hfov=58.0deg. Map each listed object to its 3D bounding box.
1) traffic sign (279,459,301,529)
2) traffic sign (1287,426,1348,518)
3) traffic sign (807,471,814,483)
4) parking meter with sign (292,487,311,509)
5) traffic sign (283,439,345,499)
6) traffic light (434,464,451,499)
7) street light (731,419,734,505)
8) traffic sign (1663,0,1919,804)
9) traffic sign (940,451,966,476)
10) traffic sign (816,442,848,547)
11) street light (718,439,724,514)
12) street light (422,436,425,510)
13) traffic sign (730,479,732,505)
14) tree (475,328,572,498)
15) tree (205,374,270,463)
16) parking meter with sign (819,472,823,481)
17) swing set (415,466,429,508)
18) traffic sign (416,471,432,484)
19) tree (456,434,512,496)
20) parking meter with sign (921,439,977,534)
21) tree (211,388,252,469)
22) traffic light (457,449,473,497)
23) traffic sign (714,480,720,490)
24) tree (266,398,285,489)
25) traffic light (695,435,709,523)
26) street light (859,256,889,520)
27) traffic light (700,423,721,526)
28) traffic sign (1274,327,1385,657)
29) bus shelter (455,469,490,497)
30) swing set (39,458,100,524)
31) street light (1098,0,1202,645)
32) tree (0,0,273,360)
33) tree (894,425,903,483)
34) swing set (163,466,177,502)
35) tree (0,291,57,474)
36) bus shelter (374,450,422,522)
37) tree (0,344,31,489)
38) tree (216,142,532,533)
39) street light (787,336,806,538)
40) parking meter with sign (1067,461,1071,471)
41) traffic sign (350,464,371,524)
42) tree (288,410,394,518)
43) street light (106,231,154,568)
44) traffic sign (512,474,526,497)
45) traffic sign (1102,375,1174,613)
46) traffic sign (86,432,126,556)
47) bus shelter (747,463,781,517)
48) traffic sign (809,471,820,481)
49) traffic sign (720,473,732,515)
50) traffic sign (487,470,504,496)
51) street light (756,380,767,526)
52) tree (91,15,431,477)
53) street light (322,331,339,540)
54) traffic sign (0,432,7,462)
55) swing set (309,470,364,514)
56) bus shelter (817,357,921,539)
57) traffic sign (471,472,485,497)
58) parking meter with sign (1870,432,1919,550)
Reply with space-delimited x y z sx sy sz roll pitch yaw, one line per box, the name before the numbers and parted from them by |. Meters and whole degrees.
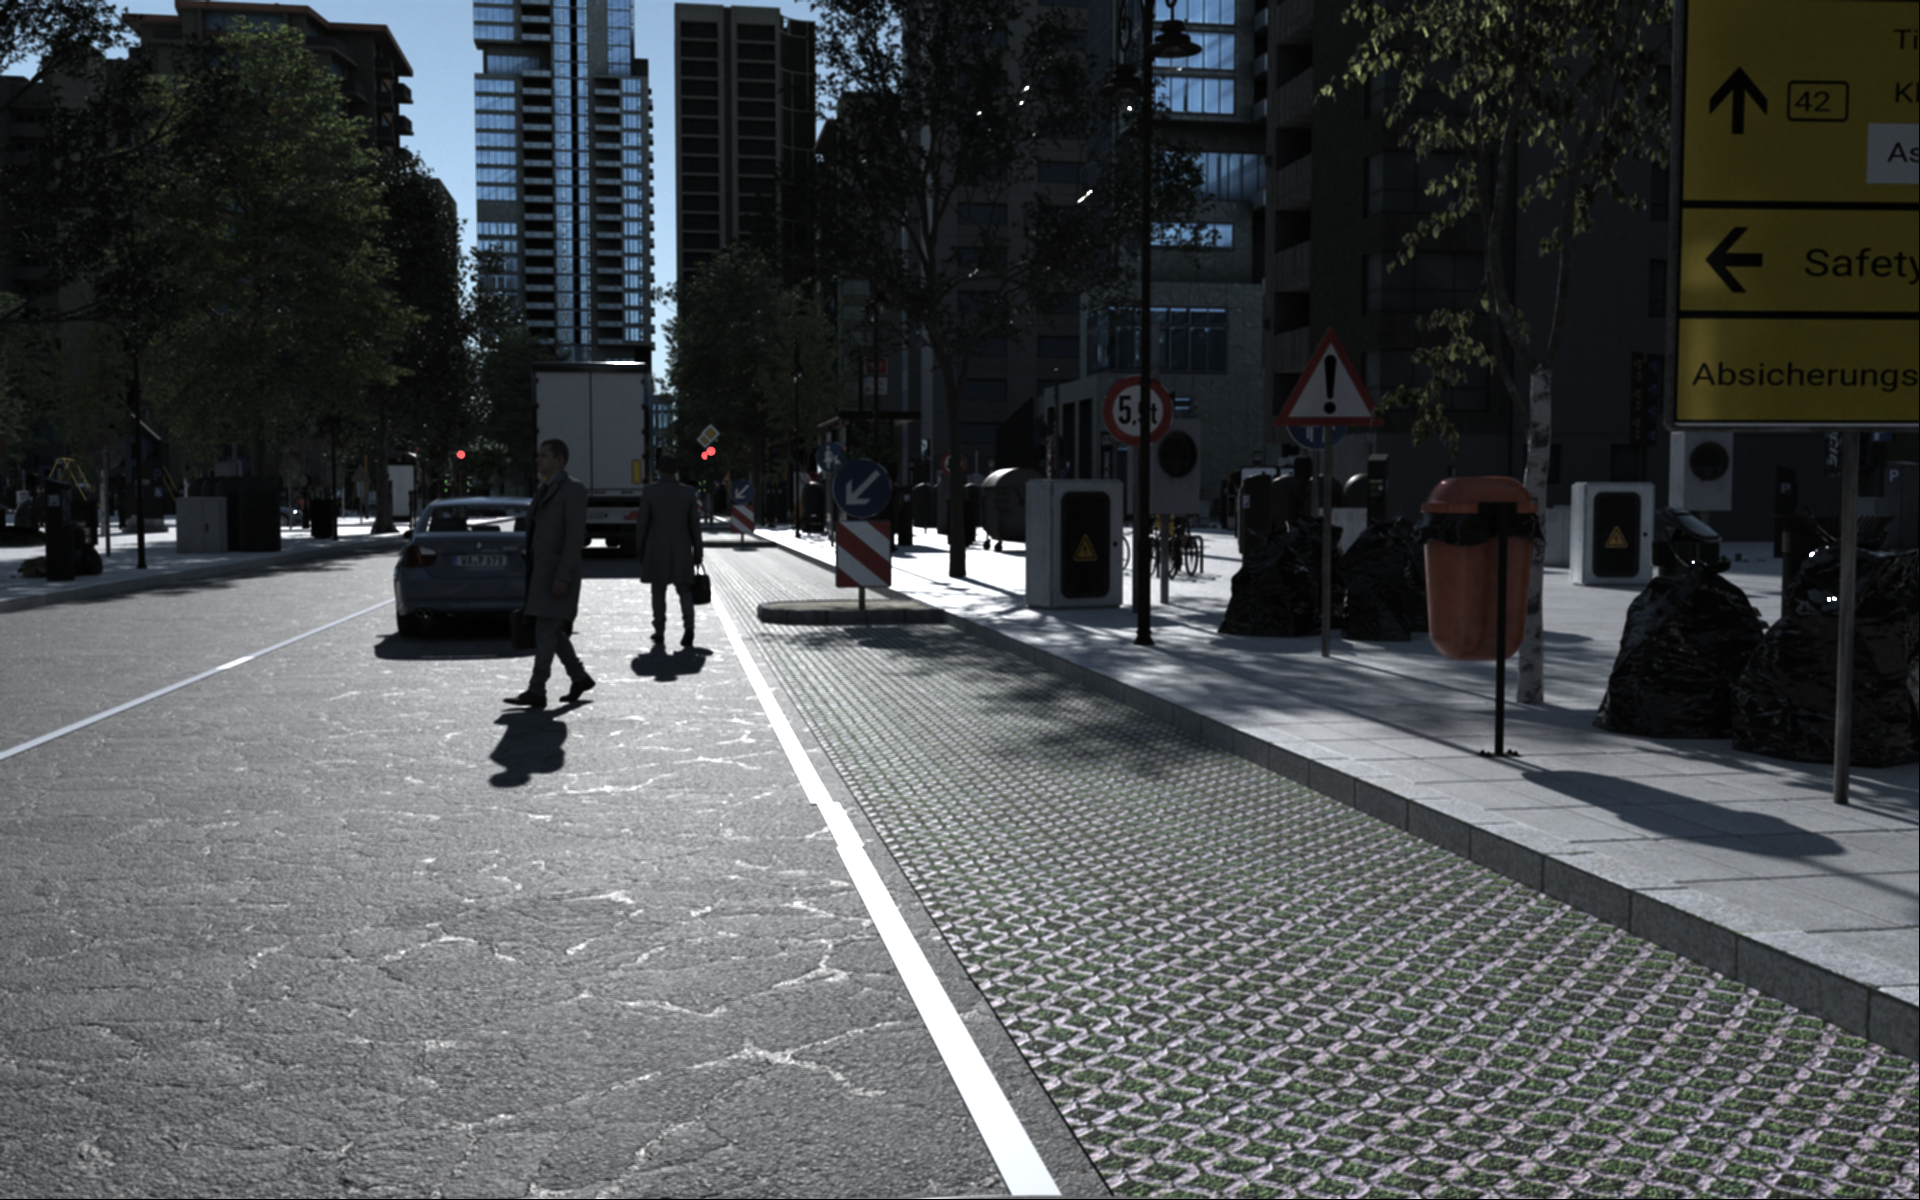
traffic sign | -24.331 -3.840 62.890 0.768 2.556 0.104 0 4 -7
traffic sign | 4.127 -1.223 20.105 0.768 2.556 0.104 0 4 -7
traffic sign | -8.288 -5.732 93.727 0.884 2.594 0.081 0 4 -1
parking meter with sign | -45.176 -7.456 118.161 1.738 3.016 0.543 -1 4 -13
traffic sign | -24.089 -4.324 64.578 2.265 3.308 0.079 0 4 -2
traffic light | -20.195 -4.788 67.203 0.839 4.253 0.868 -1 4 -10
street light | -12.459 -7.461 94.775 0.468 5.910 1.993 -1 4 -10
traffic sign | 3.979 -0.809 7.101 2.265 3.308 0.079 0 4 -3
traffic sign | -0.198 -3.092 50.654 0.768 2.556 0.104 0 4 -8
traffic sign | -3.116 -2.576 42.218 0.768 2.556 0.104 0 4 -5
street light | -15.673 -8.604 113.460 0.468 5.910 1.993 -1 4 -10
street light | -20.639 -5.735 66.558 0.468 5.910 1.993 -1 4 -10
traffic sign | -15.000 -6.827 113.756 0.606 2.300 0.079 0 4 -2
tree | -33.391 -13.803 132.338 9.857 13.997 8.962 0 3 0
tree | -42.439 -9.272 101.959 4.360 8.622 3.978 0 3 0
parking meter with sign | -10.242 -8.615 137.124 1.738 3.016 0.543 1 4 21
swing set | -31.322 -6.174 98.559 2.862 2.851 3.119 -2 4 -35
traffic sign | -28.745 -5.681 92.893 0.884 2.594 0.081 0 3 0
tree | -26.140 -6.808 95.022 4.285 4.588 4.351 0 3 0
parking meter with sign | -0.345 -3.622 55.473 1.738 3.016 0.543 -2 4 -24
tree | -35.049 -7.855 78.793 4.737 8.622 4.395 0 3 0
traffic light | -21.567 -5.269 75.070 0.839 4.253 0.868 -1 4 -10
traffic sign | -21.212 -9.229 151.006 0.768 2.556 0.104 0 4 -3
tree | -45.490 -9.772 110.134 4.737 8.622 4.395 0 3 0
traffic light | -11.313 -5.379 76.868 0.839 4.253 0.868 -1 4 -10
street light | -1.587 -3.674 32.861 0.468 5.910 1.993 -1 4 -10
traffic light | -9.941 -4.898 69.001 0.839 4.253 0.868 -1 4 -10
traffic sign | 2.886 -0.832 13.599 0.884 2.594 0.081 0 4 -4
bus shelter | -28.717 -6.821 102.802 1.731 3.624 6.357 -1 4 -10
swing set | -39.087 -4.787 75.892 2.862 2.851 3.119 -1 4 -18
street light | 1.569 -2.558 14.604 0.468 5.910 1.993 -1 4 -10
tree | -13.621 -5.402 22.738 7.601 10.594 8.767 1 4 12
tree | -5.939 -12.329 151.937 4.737 8.622 4.395 0 3 0
swing set | -44.756 -6.070 96.866 2.862 2.851 3.119 -2 4 -32
tree | -49.641 -10.325 86.939 7.486 12.596 7.792 0 3 0
bus shelter | -26.568 -5.449 83.021 2.014 3.302 5.546 -1 4 -10
tree | -44.216 -7.848 78.682 4.360 8.622 3.978 0 3 0
tree | -18.961 -8.538 56.610 9.611 12.733 9.660 0 3 0
street light | -4.787 -4.779 50.917 0.468 5.910 1.993 -1 4 -10
parking meter with sign | 5.432 -5.866 92.173 0.543 3.016 1.738 0 4 -8
traffic sign | -25.606 -4.526 74.006 0.884 2.594 0.081 0 4 -4
tree | -32.899 -8.673 92.171 4.737 8.622 4.395 0 3 0
street light | -14.152 -3.486 29.780 0.468 5.910 1.993 -1 4 -10
traffic sign | -28.332 -6.802 111.209 0.884 2.594 0.081 0 4 -4
traffic sign | 1.899 -1.131 18.604 0.768 2.556 0.104 0 4 -1
traffic sign | -17.534 -2.170 35.580 0.768 2.556 0.104 0 4 -6
bus shelter | -10.826 -6.221 95.630 2.014 3.302 5.546 -1 4 -10
traffic sign | -8.239 -5.951 97.406 0.768 2.556 0.104 0 4 0
traffic sign | -14.144 -6.434 105.201 0.884 2.594 0.081 0 4 -2
traffic sign | -24.734 -5.638 92.184 0.884 2.594 0.081 0 4 -2
street light | -7.857 -5.884 68.995 0.468 5.910 1.993 -1 4 -10
tree | -16.685 -7.548 41.533 7.486 12.596 7.792 0 3 0
street light | -17.314 -4.590 47.842 0.468 5.910 1.993 -1 4 -10
traffic sign | -18.108 -1.963 32.208 0.768 2.556 0.104 0 4 -3
swing set | -40.288 -6.959 111.407 3.119 2.851 2.862 -2 4 -35
bus shelter | -2.716 -4.294 47.842 2.179 5.291 8.768 -1 4 -10
traffic sign | -25.395 -5.500 91.105 0.795 2.450 0.064 0 4 -3
parking meter with sign | 21.866 -2.682 40.105 1.738 3.016 0.543 -2 4 -27
